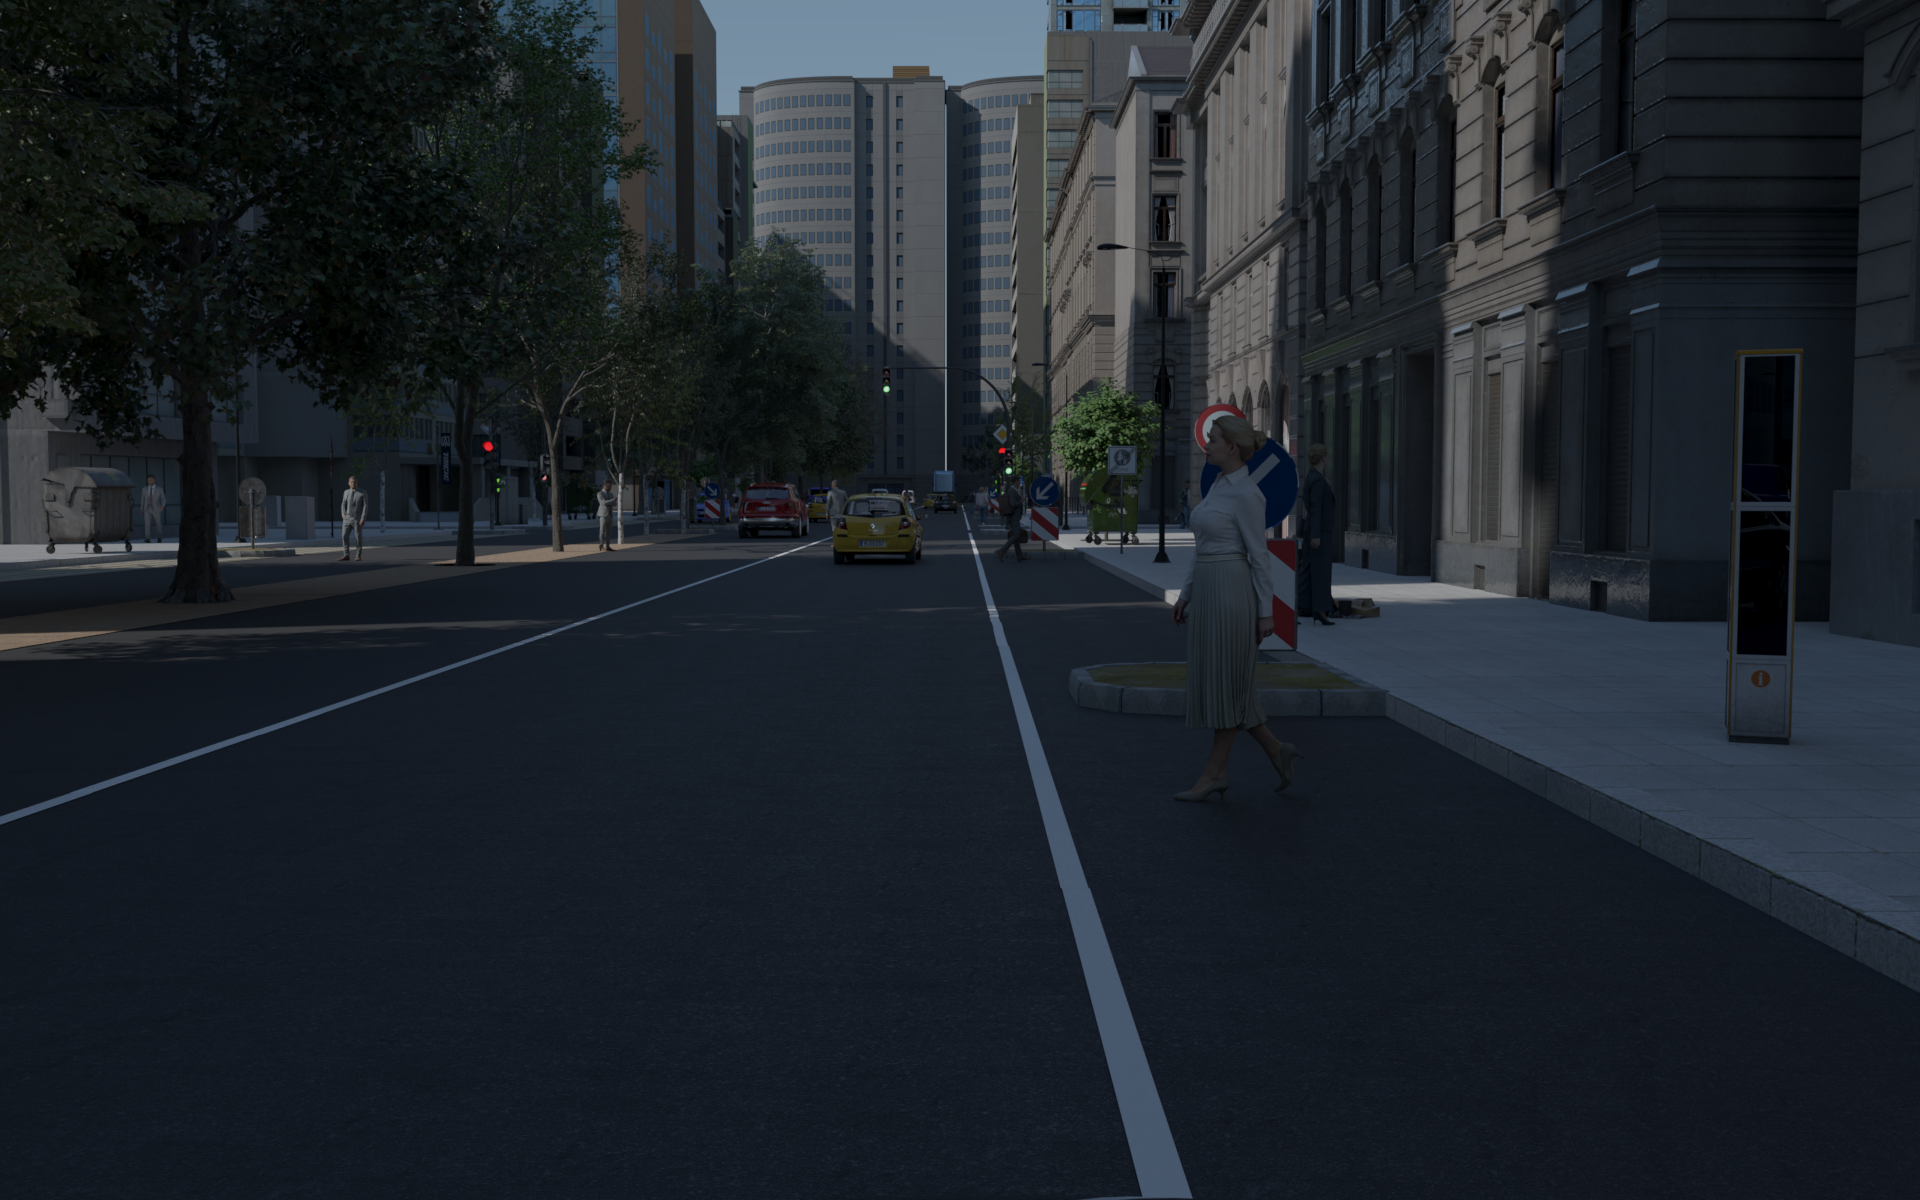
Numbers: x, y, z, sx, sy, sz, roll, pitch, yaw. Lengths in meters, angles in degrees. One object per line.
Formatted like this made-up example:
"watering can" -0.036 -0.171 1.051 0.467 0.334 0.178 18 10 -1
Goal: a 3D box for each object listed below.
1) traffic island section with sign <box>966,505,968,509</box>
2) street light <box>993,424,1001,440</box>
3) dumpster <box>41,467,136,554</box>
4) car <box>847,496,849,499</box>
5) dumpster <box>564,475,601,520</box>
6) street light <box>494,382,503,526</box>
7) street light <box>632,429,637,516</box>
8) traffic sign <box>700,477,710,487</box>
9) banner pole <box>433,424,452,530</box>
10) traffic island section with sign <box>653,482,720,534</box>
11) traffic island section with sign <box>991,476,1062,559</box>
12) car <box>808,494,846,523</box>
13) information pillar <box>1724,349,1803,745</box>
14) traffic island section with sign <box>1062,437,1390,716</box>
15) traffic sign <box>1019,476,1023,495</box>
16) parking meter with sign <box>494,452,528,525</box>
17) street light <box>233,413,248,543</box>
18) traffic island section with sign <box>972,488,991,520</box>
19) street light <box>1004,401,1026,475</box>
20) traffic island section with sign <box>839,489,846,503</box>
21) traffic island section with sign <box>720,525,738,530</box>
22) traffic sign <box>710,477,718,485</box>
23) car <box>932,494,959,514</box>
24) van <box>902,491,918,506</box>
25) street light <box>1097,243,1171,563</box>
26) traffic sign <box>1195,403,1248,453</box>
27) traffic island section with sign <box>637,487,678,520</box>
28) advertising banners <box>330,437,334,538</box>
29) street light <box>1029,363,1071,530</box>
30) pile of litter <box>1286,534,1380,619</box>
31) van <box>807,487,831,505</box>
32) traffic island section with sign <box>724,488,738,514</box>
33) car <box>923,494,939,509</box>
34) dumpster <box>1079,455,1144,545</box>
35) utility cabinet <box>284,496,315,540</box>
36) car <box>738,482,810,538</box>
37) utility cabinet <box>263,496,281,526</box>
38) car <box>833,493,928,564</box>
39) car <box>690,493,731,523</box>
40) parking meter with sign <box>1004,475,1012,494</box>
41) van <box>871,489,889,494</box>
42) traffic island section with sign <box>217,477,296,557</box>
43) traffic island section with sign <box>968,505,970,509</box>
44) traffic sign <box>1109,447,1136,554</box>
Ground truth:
"traffic island section with sign" 1.694 -9.982 171.838 1.989 1.847 2.006 0 3 0
"street light" 3.140 -8.750 115.602 1.470 5.913 1.316 0 3 0
"dumpster" -18.965 -1.954 37.704 1.264 1.857 1.865 0 3 0
"car" -13.390 -11.169 195.196 1.945 1.354 3.894 0 4 1
"dumpster" -18.892 -5.142 86.561 1.502 2.255 1.985 0 3 0
"street light" -18.137 -5.951 69.833 1.470 5.913 1.316 0 3 0
"street light" -18.211 -7.773 99.634 1.470 5.913 1.316 0 3 0
"traffic sign" -19.098 -7.936 129.852 0.768 2.556 0.104 1 4 9
"banner pole" -18.568 -4.413 62.177 0.863 3.779 0.401 2 4 25
"traffic island section with sign" -9.882 -3.315 62.330 2.006 1.907 1.989 0 3 0
"traffic island section with sign" 1.766 -1.863 39.092 1.989 1.847 2.006 0 3 0
"car" -6.745 -4.747 87.836 2.015 1.641 3.980 0 4 2
"information pillar" 4.155 -0.274 8.969 0.304 2.012 0.304 1 4 21
"traffic island section with sign" 1.790 -0.215 12.137 1.989 1.847 2.006 0 3 0
"traffic sign" 4.120 -7.377 120.715 0.768 2.556 0.104 1 4 9
"parking meter with sign" -18.824 -4.657 72.403 0.543 3.016 1.738 2 4 29
"street light" -18.327 -4.445 45.216 1.470 5.913 1.316 0 3 0
"traffic island section with sign" 1.730 -5.314 95.513 1.989 1.847 2.006 0 3 0
"street light" 3.080 -6.969 86.489 1.470 5.913 1.316 0 3 0
"traffic island section with sign" -9.932 -8.363 144.876 2.006 1.907 1.989 0 3 0
"traffic island section with sign" -9.877 -3.768 69.738 2.006 1.907 1.989 0 3 0
"traffic sign" -18.724 -8.034 131.455 0.768 2.556 0.104 0 4 3
"car" -1.059 -7.285 128.890 2.009 1.686 4.222 0 4 0
"van" -6.136 -12.294 208.024 2.013 2.044 4.112 0 4 1
"street light" 3.234 -3.651 32.238 1.470 5.913 1.316 0 3 0
"traffic sign" 3.673 -1.482 24.331 0.768 2.556 0.104 0 4 5
"traffic island section with sign" -16.498 -5.263 94.681 1.989 1.847 2.006 0 3 0
"advertising banners" -18.541 -3.358 51.091 0.090 3.025 2.074 -1 4 -21
"street light" 3.232 -5.432 61.350 1.470 5.913 1.316 0 3 0
"pile of litter" 3.885 -0.284 18.615 1.176 0.858 1.719 0 4 2
"van" -12.580 -9.275 156.037 2.240 2.365 5.245 0 4 -1
"traffic island section with sign" -16.508 -6.912 121.636 1.989 1.847 2.006 0 3 0
"car" -2.552 -9.504 165.610 2.015 1.641 3.980 0 4 1
"dumpster" 3.856 -2.545 44.097 1.502 2.255 1.985 0 4 0
"utility cabinet" -18.614 -2.306 48.864 1.020 1.237 0.306 3 4 36
"car" -6.214 -3.016 57.984 2.281 1.827 5.304 0 4 -1
"utility cabinet" -27.797 -3.577 69.638 1.020 1.237 0.306 1 4 19
"car" -1.712 -1.628 36.834 2.015 1.641 3.980 0 4 1
"car" -12.569 -4.742 87.121 1.945 1.707 3.694 0 4 0
"parking meter with sign" 3.399 -7.758 123.099 0.543 3.016 1.738 0 4 -1
"van" -6.544 -8.259 142.053 2.013 2.044 4.112 0 4 -1
"traffic island section with sign" -16.458 -1.907 39.813 1.989 1.847 2.006 0 3 0
"traffic island section with sign" 1.710 -6.963 122.468 1.989 1.847 2.006 0 3 0
"traffic sign" 3.460 -2.134 37.018 0.606 2.300 0.079 0 4 0
